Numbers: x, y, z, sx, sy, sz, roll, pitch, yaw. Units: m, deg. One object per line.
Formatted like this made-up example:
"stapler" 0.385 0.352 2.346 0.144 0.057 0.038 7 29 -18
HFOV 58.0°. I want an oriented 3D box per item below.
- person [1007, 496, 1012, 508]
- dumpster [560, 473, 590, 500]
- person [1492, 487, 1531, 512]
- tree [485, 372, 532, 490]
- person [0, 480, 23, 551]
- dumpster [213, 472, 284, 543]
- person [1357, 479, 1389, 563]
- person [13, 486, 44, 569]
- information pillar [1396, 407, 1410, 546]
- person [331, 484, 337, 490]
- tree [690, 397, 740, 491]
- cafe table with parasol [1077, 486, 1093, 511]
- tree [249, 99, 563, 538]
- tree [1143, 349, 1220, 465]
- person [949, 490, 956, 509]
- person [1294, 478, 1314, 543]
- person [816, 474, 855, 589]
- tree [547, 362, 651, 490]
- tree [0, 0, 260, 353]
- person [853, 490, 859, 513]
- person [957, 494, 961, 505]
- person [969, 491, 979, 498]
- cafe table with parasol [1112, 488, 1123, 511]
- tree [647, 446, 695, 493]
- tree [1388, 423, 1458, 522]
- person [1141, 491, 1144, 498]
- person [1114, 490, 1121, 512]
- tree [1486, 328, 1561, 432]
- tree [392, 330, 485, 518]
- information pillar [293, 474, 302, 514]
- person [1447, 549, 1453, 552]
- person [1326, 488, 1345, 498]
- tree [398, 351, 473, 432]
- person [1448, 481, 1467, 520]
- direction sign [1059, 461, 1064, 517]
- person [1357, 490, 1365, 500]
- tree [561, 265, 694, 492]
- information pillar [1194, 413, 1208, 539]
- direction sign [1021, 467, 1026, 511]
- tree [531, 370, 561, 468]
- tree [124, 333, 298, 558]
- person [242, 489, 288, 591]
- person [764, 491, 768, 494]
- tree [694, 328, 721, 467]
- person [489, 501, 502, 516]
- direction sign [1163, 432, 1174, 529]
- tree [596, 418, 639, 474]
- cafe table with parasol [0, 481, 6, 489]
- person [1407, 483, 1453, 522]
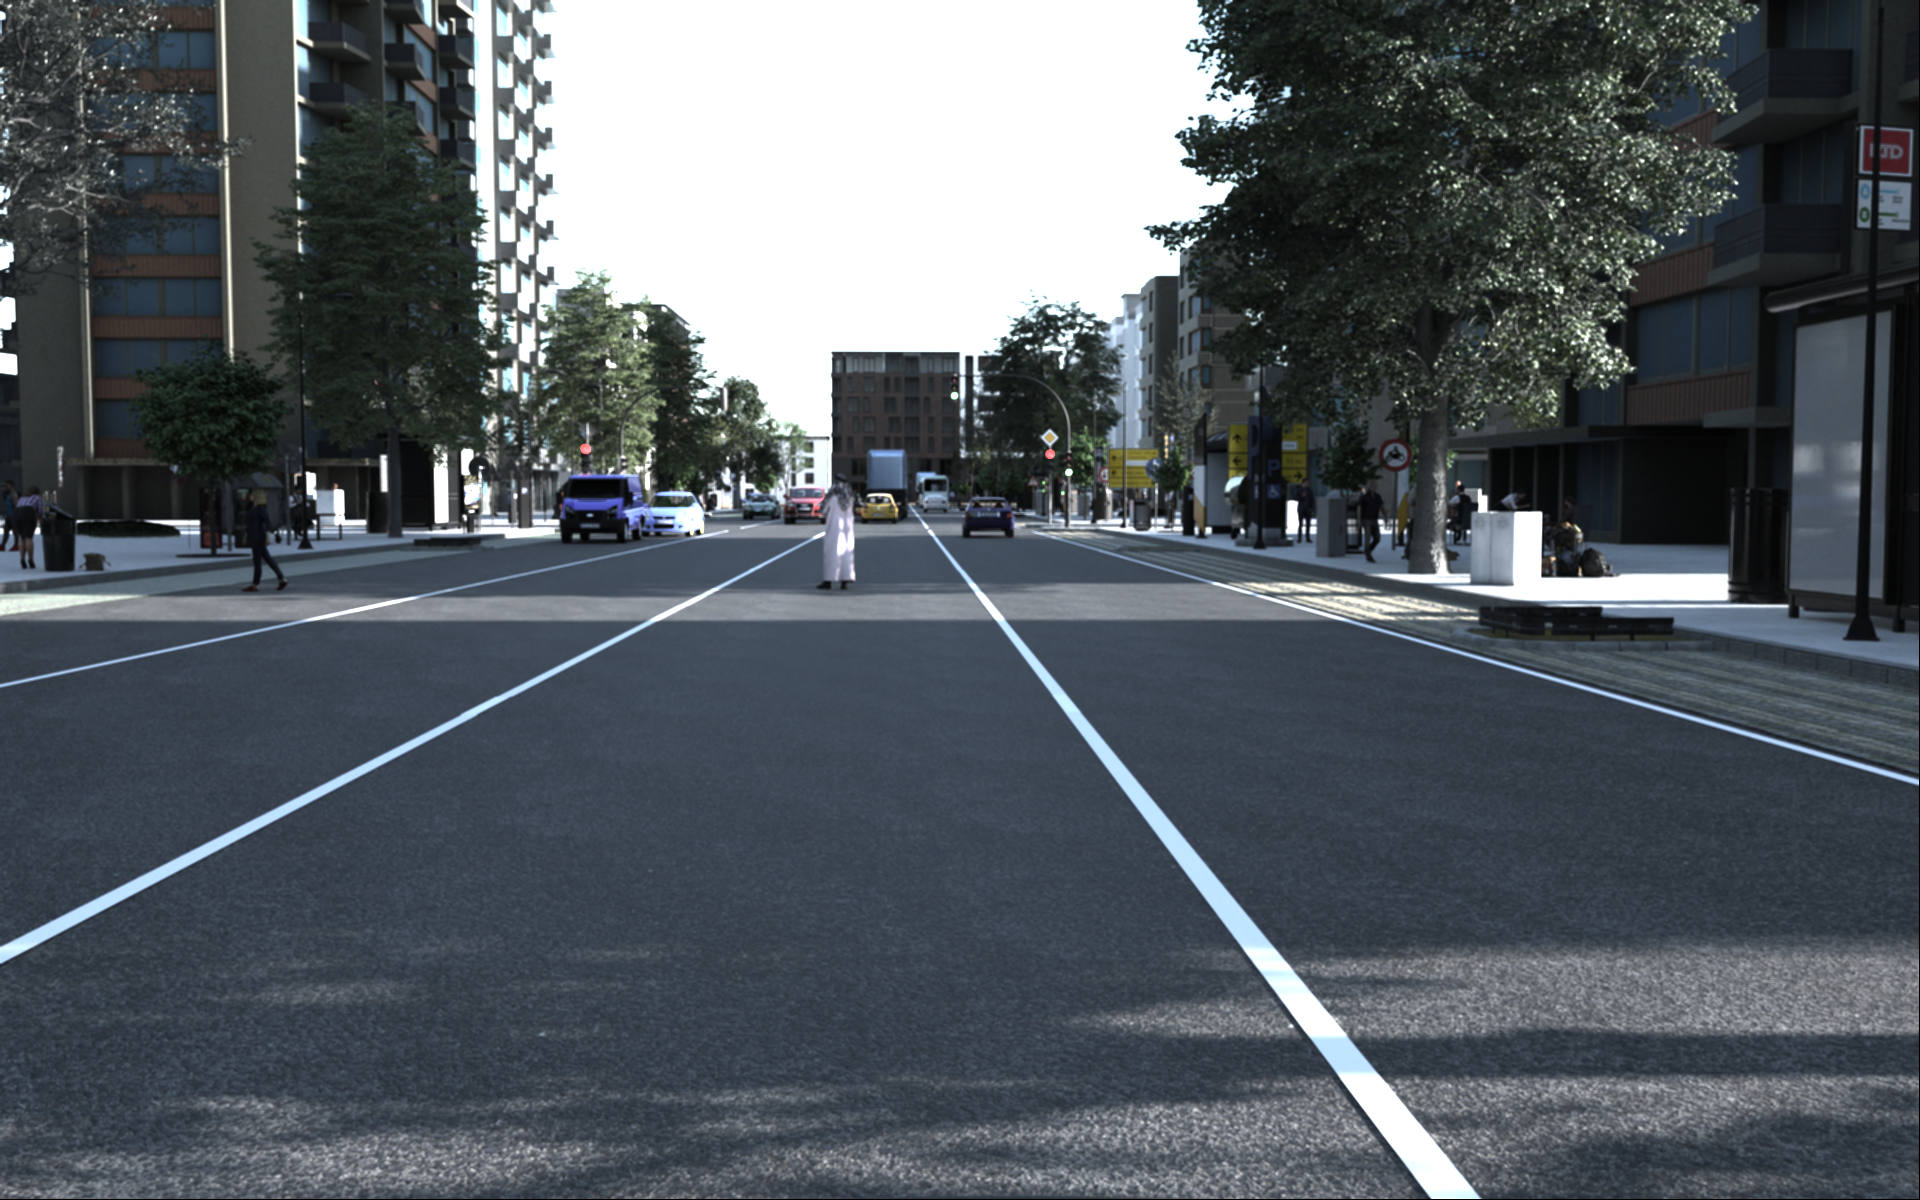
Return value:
"person" 3.718 -7.494 131.114 0.480 1.512 0.613 3 5 43
"dumpster" -17.138 -4.626 78.131 1.502 2.255 1.985 0 4 -2
"person" 12.888 -1.918 40.588 0.799 1.438 0.628 0 4 4
"tree" -25.769 -8.710 92.775 4.360 8.622 3.978 0 3 0
"person" -21.414 -1.901 38.993 0.647 1.594 0.662 2 4 31
"dumpster" -18.233 -2.359 44.327 1.264 1.857 1.865 0 4 -2
"person" 7.766 -1.487 32.559 0.569 1.553 0.471 1 4 15
"person" -16.044 -1.258 29.845 0.421 1.427 0.697 0 4 -8
"information pillar" 10.863 -3.124 42.436 0.183 3.616 0.504 -1 4 -8
"person" -28.019 -4.346 77.788 0.600 1.739 0.565 -2 4 -30
"tree" -18.563 -10.846 127.687 4.737 8.622 4.395 0 3 0
"cafe table with parasol" 9.128 -7.529 127.964 2.610 1.966 2.610 -1 4 -18
"tree" -17.096 -8.113 50.773 7.486 12.596 7.792 0 3 0
"tree" 11.343 -8.371 87.226 4.360 8.622 3.978 0 3 0
"person" -0.733 -9.656 166.238 0.709 1.838 0.599 0 4 -2
"person" 9.069 -2.366 45.639 0.541 1.710 0.530 0 4 2
"person" -1.837 -1.042 26.206 0.621 1.740 0.551 3 5 42
"tree" -19.741 -8.822 94.608 4.737 8.622 4.395 0 3 0
"tree" -15.579 -7.024 25.209 12.009 13.543 11.850 0 3 0
"person" -7.906 -7.497 131.622 0.434 1.755 0.990 2 4 26
"person" -0.251 -10.775 185.195 0.617 1.759 0.750 -3 4 -38
"person" 0.869 -5.771 104.310 0.517 1.644 0.566 -2 4 -35
"cafe table with parasol" 11.873 -7.943 134.728 2.610 1.966 2.610 -2 4 -28
"tree" -18.804 -7.939 113.516 4.285 4.588 4.351 0 3 0
"tree" 21.183 -5.858 79.500 4.285 4.588 4.351 0 3 0
"person" 12.846 -6.873 121.113 0.574 1.496 0.600 0 4 5
"person" 11.415 -7.200 125.822 0.516 1.574 0.319 2 4 25
"tree" 19.606 -6.618 58.561 4.737 8.622 4.395 0 3 0
"tree" -23.322 -7.730 76.752 4.360 8.622 3.978 0 3 0
"information pillar" -24.774 -3.695 64.904 0.304 2.012 0.304 -2 4 -32
"person" 10.361 -1.790 37.516 0.499 1.552 0.429 -2 4 -33
"person" 9.363 -2.151 43.420 0.614 1.554 0.590 1 4 14
"tree" -25.571 -8.202 84.461 4.737 8.622 4.395 0 3 0
"person" 18.218 -3.475 63.417 0.990 1.755 0.434 3 4 36
"direction sign" 5.824 -6.535 98.848 0.379 3.537 0.876 1 4 23
"person" 17.891 -4.207 77.032 0.429 1.552 0.499 0 4 8
"tree" -18.181 -10.314 86.765 7.486 12.596 7.792 0 3 0
"information pillar" 6.944 -3.590 50.043 0.183 3.616 0.504 -2 4 -29
"direction sign" 4.804 -8.518 131.271 0.379 3.537 0.876 0 4 -2
"tree" -26.017 -9.373 103.603 4.360 8.622 3.978 0 3 0
"tree" -15.323 -3.174 35.605 4.285 4.588 4.351 0 3 0
"person" -10.301 -0.892 25.623 0.480 1.512 0.613 2 4 35
"person" -24.121 -12.747 215.160 1.217 1.736 0.721 -1 4 -9
"tree" -18.090 -11.501 106.166 7.486 12.596 7.792 0 3 0
"person" -26.608 -5.214 99.222 0.695 0.859 0.347 -1 4 -16
"direction sign" 7.703 -4.404 64.004 0.379 3.537 0.876 2 4 31
"tree" -25.510 -11.017 130.485 4.360 8.622 3.978 0 3 0
"cafe table with parasol" -25.458 -2.390 43.948 2.610 1.966 2.610 -3 5 -41
"person" 8.220 -1.469 30.201 0.875 1.805 0.789 1 4 21
